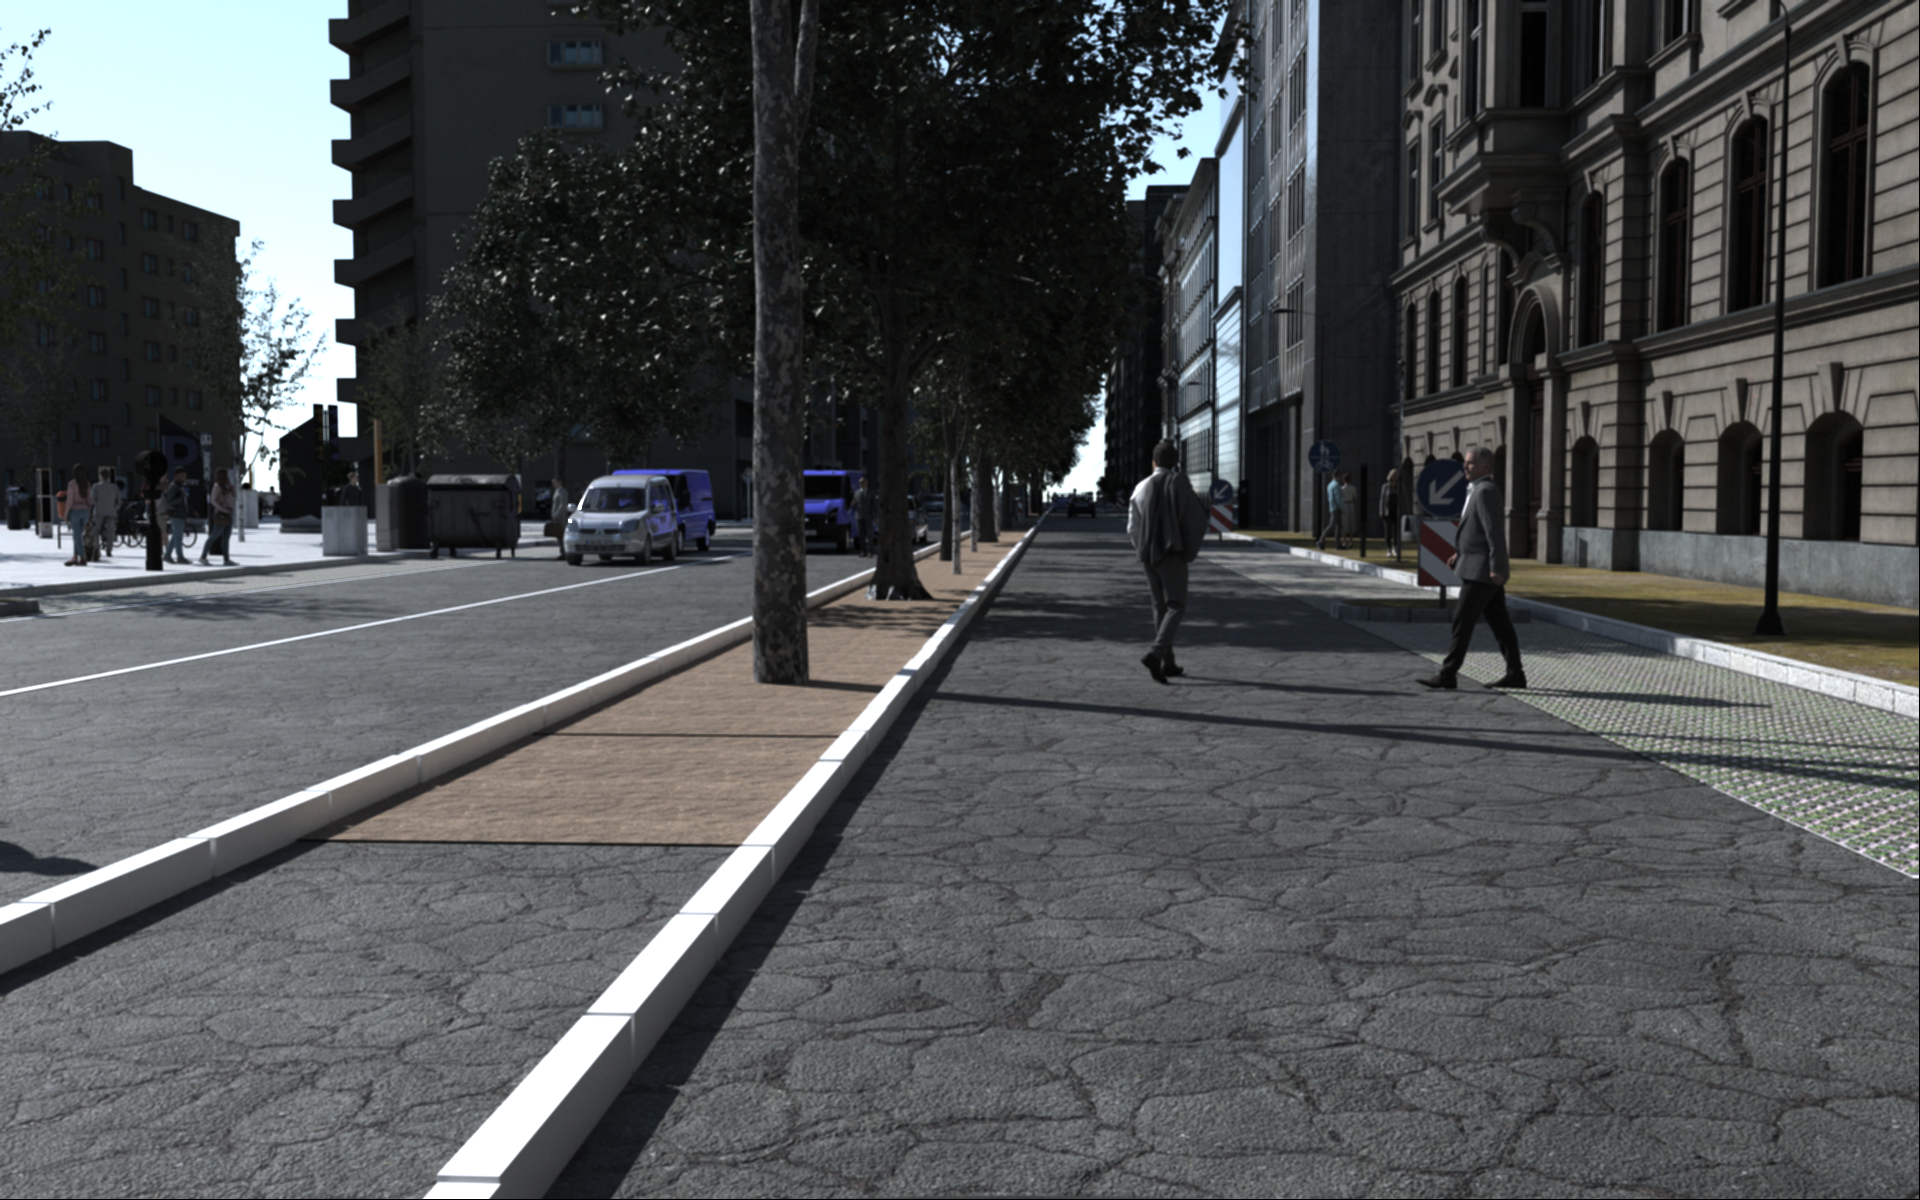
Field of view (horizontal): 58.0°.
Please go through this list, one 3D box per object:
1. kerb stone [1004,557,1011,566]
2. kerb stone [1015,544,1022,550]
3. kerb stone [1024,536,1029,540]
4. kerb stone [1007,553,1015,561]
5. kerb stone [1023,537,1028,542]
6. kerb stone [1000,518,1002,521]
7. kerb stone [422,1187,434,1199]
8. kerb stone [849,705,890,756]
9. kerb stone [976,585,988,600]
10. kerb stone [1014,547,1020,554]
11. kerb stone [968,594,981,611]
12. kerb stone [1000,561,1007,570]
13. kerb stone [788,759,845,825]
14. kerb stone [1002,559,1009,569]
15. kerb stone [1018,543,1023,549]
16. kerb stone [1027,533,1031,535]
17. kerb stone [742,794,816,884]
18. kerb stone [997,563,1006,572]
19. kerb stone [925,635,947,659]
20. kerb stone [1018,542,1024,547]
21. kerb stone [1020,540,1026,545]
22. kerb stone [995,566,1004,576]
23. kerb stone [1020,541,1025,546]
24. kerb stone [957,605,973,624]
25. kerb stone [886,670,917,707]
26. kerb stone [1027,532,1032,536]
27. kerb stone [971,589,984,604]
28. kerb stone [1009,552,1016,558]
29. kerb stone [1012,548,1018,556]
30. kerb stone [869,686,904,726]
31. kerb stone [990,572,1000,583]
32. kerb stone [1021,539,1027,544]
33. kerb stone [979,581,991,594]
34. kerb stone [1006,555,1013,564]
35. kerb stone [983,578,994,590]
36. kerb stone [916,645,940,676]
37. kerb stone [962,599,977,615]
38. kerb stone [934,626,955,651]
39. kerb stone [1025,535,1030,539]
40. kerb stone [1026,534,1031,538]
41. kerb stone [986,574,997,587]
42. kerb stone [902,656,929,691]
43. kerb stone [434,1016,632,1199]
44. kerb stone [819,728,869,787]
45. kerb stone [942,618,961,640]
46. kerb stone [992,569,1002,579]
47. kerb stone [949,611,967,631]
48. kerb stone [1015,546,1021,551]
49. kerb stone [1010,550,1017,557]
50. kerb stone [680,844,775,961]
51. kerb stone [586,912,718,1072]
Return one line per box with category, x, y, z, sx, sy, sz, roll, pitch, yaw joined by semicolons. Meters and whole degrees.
kerb stone;0.863;-0.690;33.472;0.120;0.150;1.000;0;4;3
kerb stone;1.356;-1.191;41.671;0.120;0.150;1.000;0;4;3
kerb stone;1.847;-1.691;49.847;0.120;0.150;1.000;0;4;3
kerb stone;0.993;-0.816;35.529;0.120;0.150;1.000;0;4;3
kerb stone;1.787;-1.629;48.826;0.120;0.150;1.000;0;4;3
kerb stone;2.445;-4.479;95.500;0.120;0.150;1.000;0;4;3
kerb stone;-0.946;1.194;2.740;0.120;0.150;1.000;0;4;3
kerb stone;-0.527;0.751;9.909;0.120;0.150;1.000;0;4;3
kerb stone;0.259;-0.063;23.222;0.120;0.150;1.000;0;4;3
kerb stone;1.239;-1.066;39.617;0.120;0.150;1.000;0;4;3
kerb stone;0.148;0.063;21.176;0.120;0.150;1.000;0;4;3
kerb stone;0.739;-0.565;31.431;0.120;0.150;1.000;0;4;3
kerb stone;-0.658;0.887;7.866;0.120;0.150;1.000;0;4;3
kerb stone;0.804;-0.627;32.451;0.120;0.150;1.000;0;4;3
kerb stone;1.414;-1.254;42.695;0.120;0.150;1.000;0;4;3
kerb stone;2.021;-1.873;52.919;0.120;0.150;1.000;0;4;3
kerb stone;-0.710;0.939;6.841;0.120;0.150;1.000;0;4;3
kerb stone;0.690;-0.502;30.398;0.120;0.150;1.000;0;4;3
kerb stone;-0.229;0.442;15.034;0.120;0.150;1.000;0;4;3
kerb stone;1.479;-1.316;43.715;0.120;0.150;1.000;0;4;3
kerb stone;1.599;-1.441;45.761;0.120;0.150;1.000;0;4;3
kerb stone;0.629;-0.435;29.368;0.120;0.150;1.000;0;4;3
kerb stone;1.543;-1.377;44.735;0.120;0.150;1.000;0;4;3
kerb stone;0.025;0.191;19.126;0.120;0.150;1.000;0;4;3
kerb stone;-0.416;0.626;11.953;0.120;0.150;1.000;0;4;3
kerb stone;2.083;-1.939;53.942;0.120;0.150;1.000;0;4;3
kerb stone;0.195;0.000;22.202;0.120;0.150;1.000;0;4;3
kerb stone;1.052;-0.878;36.550;0.120;0.150;1.000;0;4;3
kerb stone;1.172;-1.003;38.594;0.120;0.150;1.000;0;4;3
kerb stone;-0.473;0.689;10.932;0.120;0.150;1.000;0;4;3
kerb stone;0.506;-0.312;27.322;0.120;0.150;1.000;0;4;3
kerb stone;1.660;-1.497;46.781;0.120;0.150;1.000;0;4;3
kerb stone;0.317;-0.125;24.243;0.120;0.150;1.000;0;4;3
kerb stone;0.929;-0.748;34.506;0.120;0.150;1.000;0;4;3
kerb stone;0.380;-0.187;25.271;0.120;0.150;1.000;0;4;3
kerb stone;-0.278;0.504;14.004;0.120;0.150;1.000;0;4;3
kerb stone;0.081;0.125;20.156;0.120;0.150;1.000;0;4;3
kerb stone;-0.162;0.375;16.061;0.120;0.150;1.000;0;4;3
kerb stone;1.904;-1.754;50.873;0.120;0.150;1.000;0;4;3
kerb stone;1.971;-1.814;51.893;0.120;0.150;1.000;0;4;3
kerb stone;0.444;-0.250;26.291;0.120;0.150;1.000;0;4;3
kerb stone;-0.348;0.563;12.983;0.120;0.150;1.000;0;4;3
kerb stone;-0.896;1.127;3.761;0.120;0.150;1.000;0;4;3
kerb stone;-0.595;0.816;8.890;0.120;0.150;1.000;0;4;3
kerb stone;-0.101;0.313;17.083;0.120;0.150;1.000;0;4;3
kerb stone;0.570;-0.376;28.342;0.120;0.150;1.000;0;4;3
kerb stone;-0.046;0.253;18.104;0.120;0.150;1.000;0;4;3
kerb stone;1.302;-1.128;40.637;0.120;0.150;1.000;0;4;3
kerb stone;1.111;-0.938;37.571;0.120;0.150;1.000;0;4;3
kerb stone;-0.773;1.002;5.808;0.120;0.150;1.000;0;4;3
kerb stone;-0.835;1.065;4.787;0.120;0.150;1.000;0;4;3
